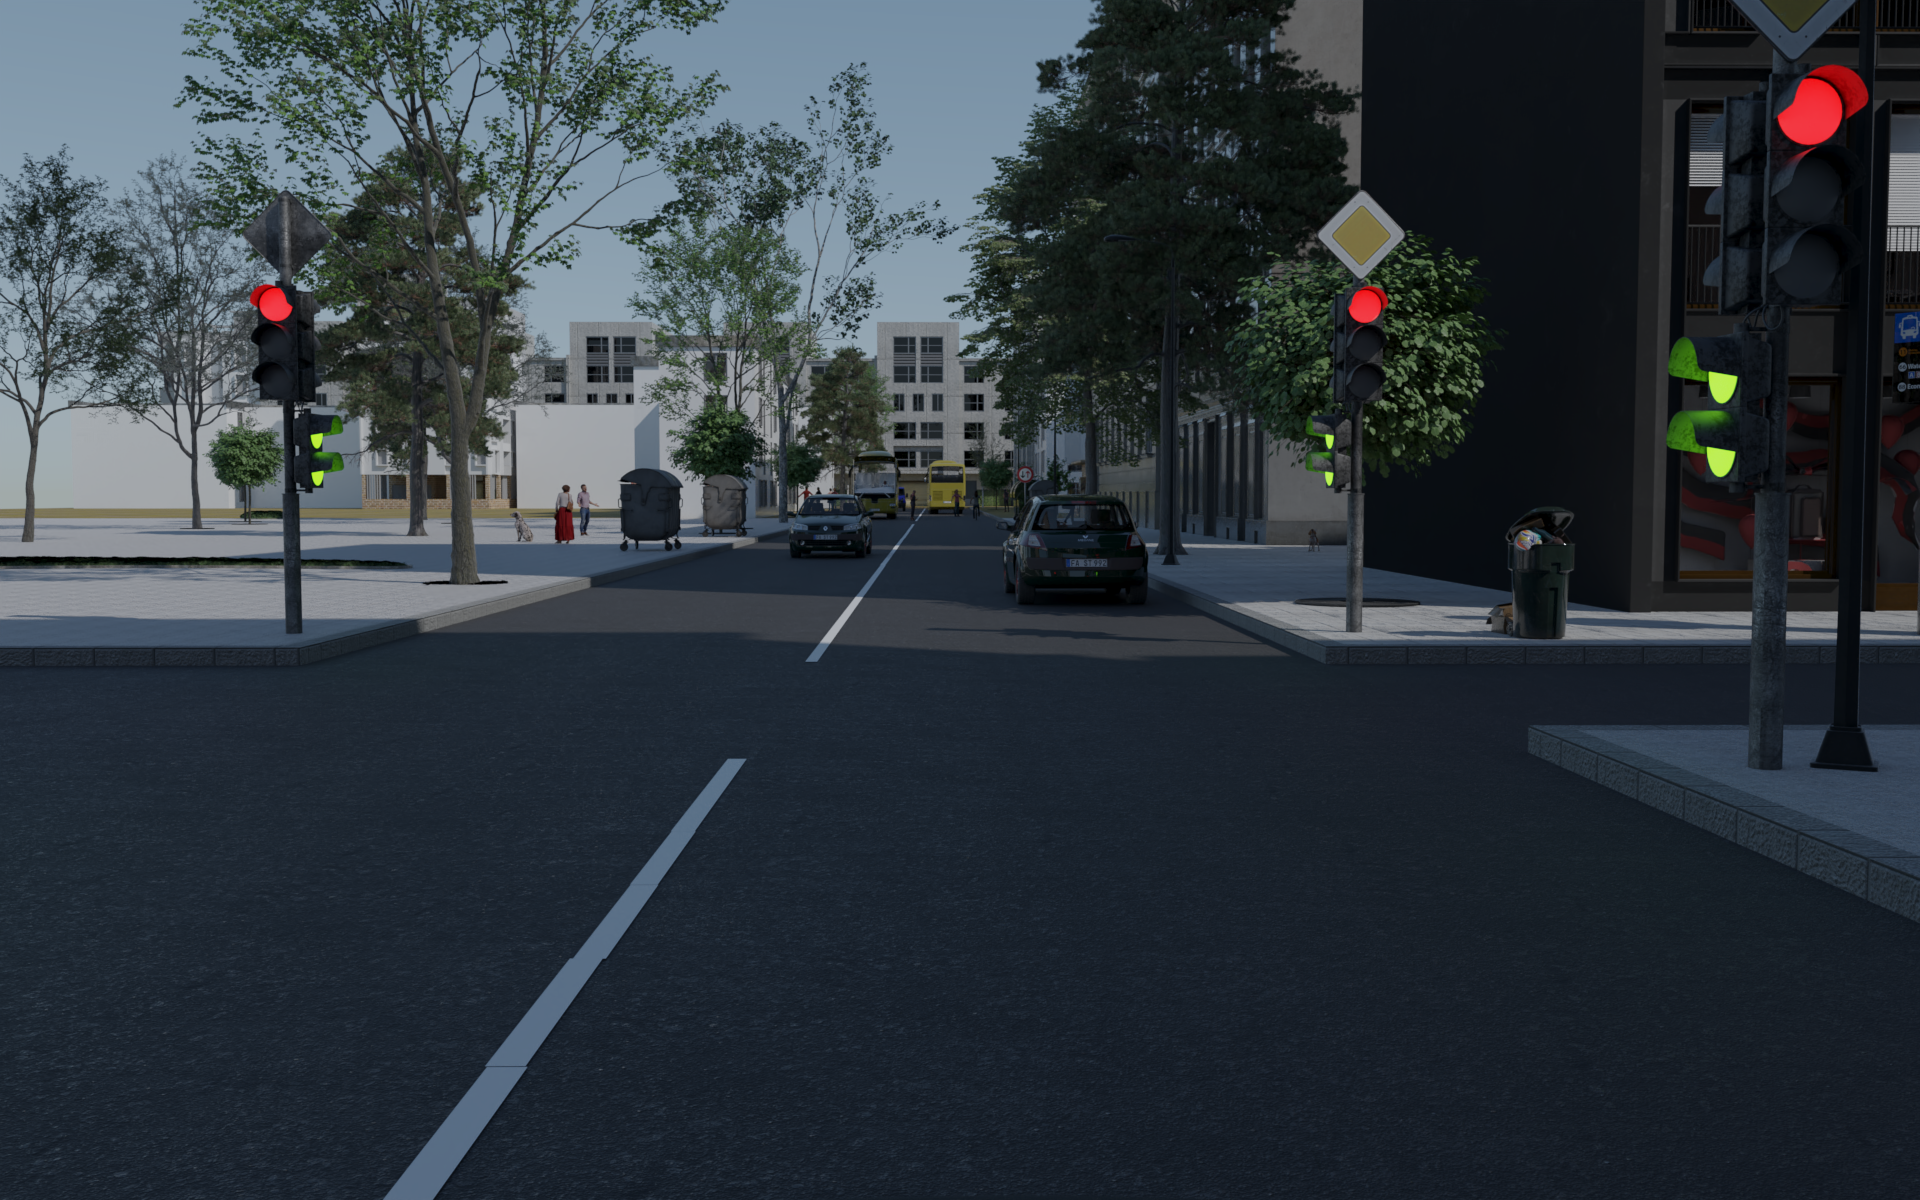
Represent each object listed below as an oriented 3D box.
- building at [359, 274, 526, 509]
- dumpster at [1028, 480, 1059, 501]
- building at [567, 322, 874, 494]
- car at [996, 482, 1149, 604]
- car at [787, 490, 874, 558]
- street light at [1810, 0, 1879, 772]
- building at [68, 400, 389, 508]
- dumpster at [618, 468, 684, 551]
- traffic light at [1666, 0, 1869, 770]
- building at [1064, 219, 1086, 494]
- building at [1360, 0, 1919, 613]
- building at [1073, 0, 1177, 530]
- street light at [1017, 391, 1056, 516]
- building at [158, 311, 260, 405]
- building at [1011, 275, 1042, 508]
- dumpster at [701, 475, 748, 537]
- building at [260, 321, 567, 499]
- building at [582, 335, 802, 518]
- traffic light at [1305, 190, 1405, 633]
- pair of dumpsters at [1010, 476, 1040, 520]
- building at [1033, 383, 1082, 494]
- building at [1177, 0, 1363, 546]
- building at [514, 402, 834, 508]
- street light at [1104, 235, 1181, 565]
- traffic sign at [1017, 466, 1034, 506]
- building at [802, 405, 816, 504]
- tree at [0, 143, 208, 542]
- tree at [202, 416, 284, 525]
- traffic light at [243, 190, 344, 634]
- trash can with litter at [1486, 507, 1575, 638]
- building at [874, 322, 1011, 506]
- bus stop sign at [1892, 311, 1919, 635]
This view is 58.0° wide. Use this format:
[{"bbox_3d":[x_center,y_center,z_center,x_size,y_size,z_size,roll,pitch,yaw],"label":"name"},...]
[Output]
[{"bbox_3d":[-45.854,-18.287,155.416,11.380,20.091,16.016,0,4,-1],"label":"building"},{"bbox_3d":[3.472,-4.018,71.446,1.264,1.857,1.865,0,4,-1],"label":"dumpster"},{"bbox_3d":[-24.367,-19.571,186.442,31.486,18.905,16.747,0,4,-1],"label":"building"},{"bbox_3d":[1.531,-0.864,23.920,2.009,1.686,4.222,0,4,-2],"label":"car"},{"bbox_3d":[-2.975,-1.866,40.291,2.009,1.686,4.222,0,3,0],"label":"car"},{"bbox_3d":[3.629,-2.168,7.986,1.470,5.913,1.316,0,4,-1],"label":"street light"},{"bbox_3d":[-65.633,-13.296,159.540,28.070,9.664,9.099,0,4,-1],"label":"building"},{"bbox_3d":[-7.058,-2.063,39.493,1.264,1.857,1.865,0,4,-1],"label":"dumpster"},{"bbox_3d":[3.753,-1.147,8.002,0.839,4.213,0.868,0,4,-1],"label":"traffic light"},{"bbox_3d":[14.047,-14.726,97.184,16.016,20.091,11.380,0,4,-1],"label":"building"},{"bbox_3d":[15.058,-11.900,24.246,15.834,23.373,12.332,0,4,-1],"label":"building"},{"bbox_3d":[14.080,-14.850,76.083,16.112,22.955,30.059,0,4,-1],"label":"building"},{"bbox_3d":[2.800,-5.404,60.896,1.470,5.913,1.316,0,4,-1],"label":"street light"},{"bbox_3d":[-77.275,-20.114,185.276,11.380,20.091,16.016,0,4,-1],"label":"building"},{"bbox_3d":[13.616,-17.162,147.061,16.747,18.905,31.486,0,4,-1],"label":"building"},{"bbox_3d":[-7.083,-2.832,52.068,1.264,1.857,1.865,0,4,-1],"label":"dumpster"},{"bbox_3d":[-55.844,-19.516,185.545,31.486,18.905,16.747,0,4,-1],"label":"building"},{"bbox_3d":[-15.466,-9.997,105.592,9.099,9.664,28.070,0,4,-1],"label":"building"},{"bbox_3d":[3.643,-1.636,15.986,0.839,4.213,0.868,0,4,-1],"label":"traffic light"},{"bbox_3d":[3.243,-4.866,82.053,1.574,2.255,4.436,0,4,-1],"label":"pair of dumpsters"},{"bbox_3d":[10.265,-10.729,117.572,9.099,9.664,28.070,0,4,-1],"label":"building"},{"bbox_3d":[12.192,-12.377,51.511,9.793,20.994,18.267,0,4,-1],"label":"building"},{"bbox_3d":[-25.757,-13.273,159.155,28.070,9.664,9.099,0,4,-1],"label":"building"},{"bbox_3d":[3.279,-3.588,31.198,1.470,5.913,1.316,0,4,-1],"label":"street light"},{"bbox_3d":[2.961,-4.791,78.432,0.768,2.556,0.104,0,4,8],"label":"traffic sign"},{"bbox_3d":[-16.846,-11.714,133.664,9.099,9.664,28.070,0,4,-1],"label":"building"},{"bbox_3d":[-24.546,-6.814,45.829,7.601,10.594,8.767,1,4,9],"label":"tree"},{"bbox_3d":[-29.899,-5.447,72.769,4.285,4.588,4.351,0,3,0],"label":"tree"},{"bbox_3d":[-6.117,-1.626,15.836,0.839,4.213,0.868,0,4,-1],"label":"traffic light"},{"bbox_3d":[5.083,-0.261,15.658,0.624,1.170,1.055,-1,4,-10],"label":"trash can with litter"},{"bbox_3d":[7.118,-19.584,186.660,31.486,18.905,16.747,0,4,-1],"label":"building"},{"bbox_3d":[9.043,-1.627,15.614,0.837,3.901,0.837,-2,4,-29],"label":"bus stop sign"}]
